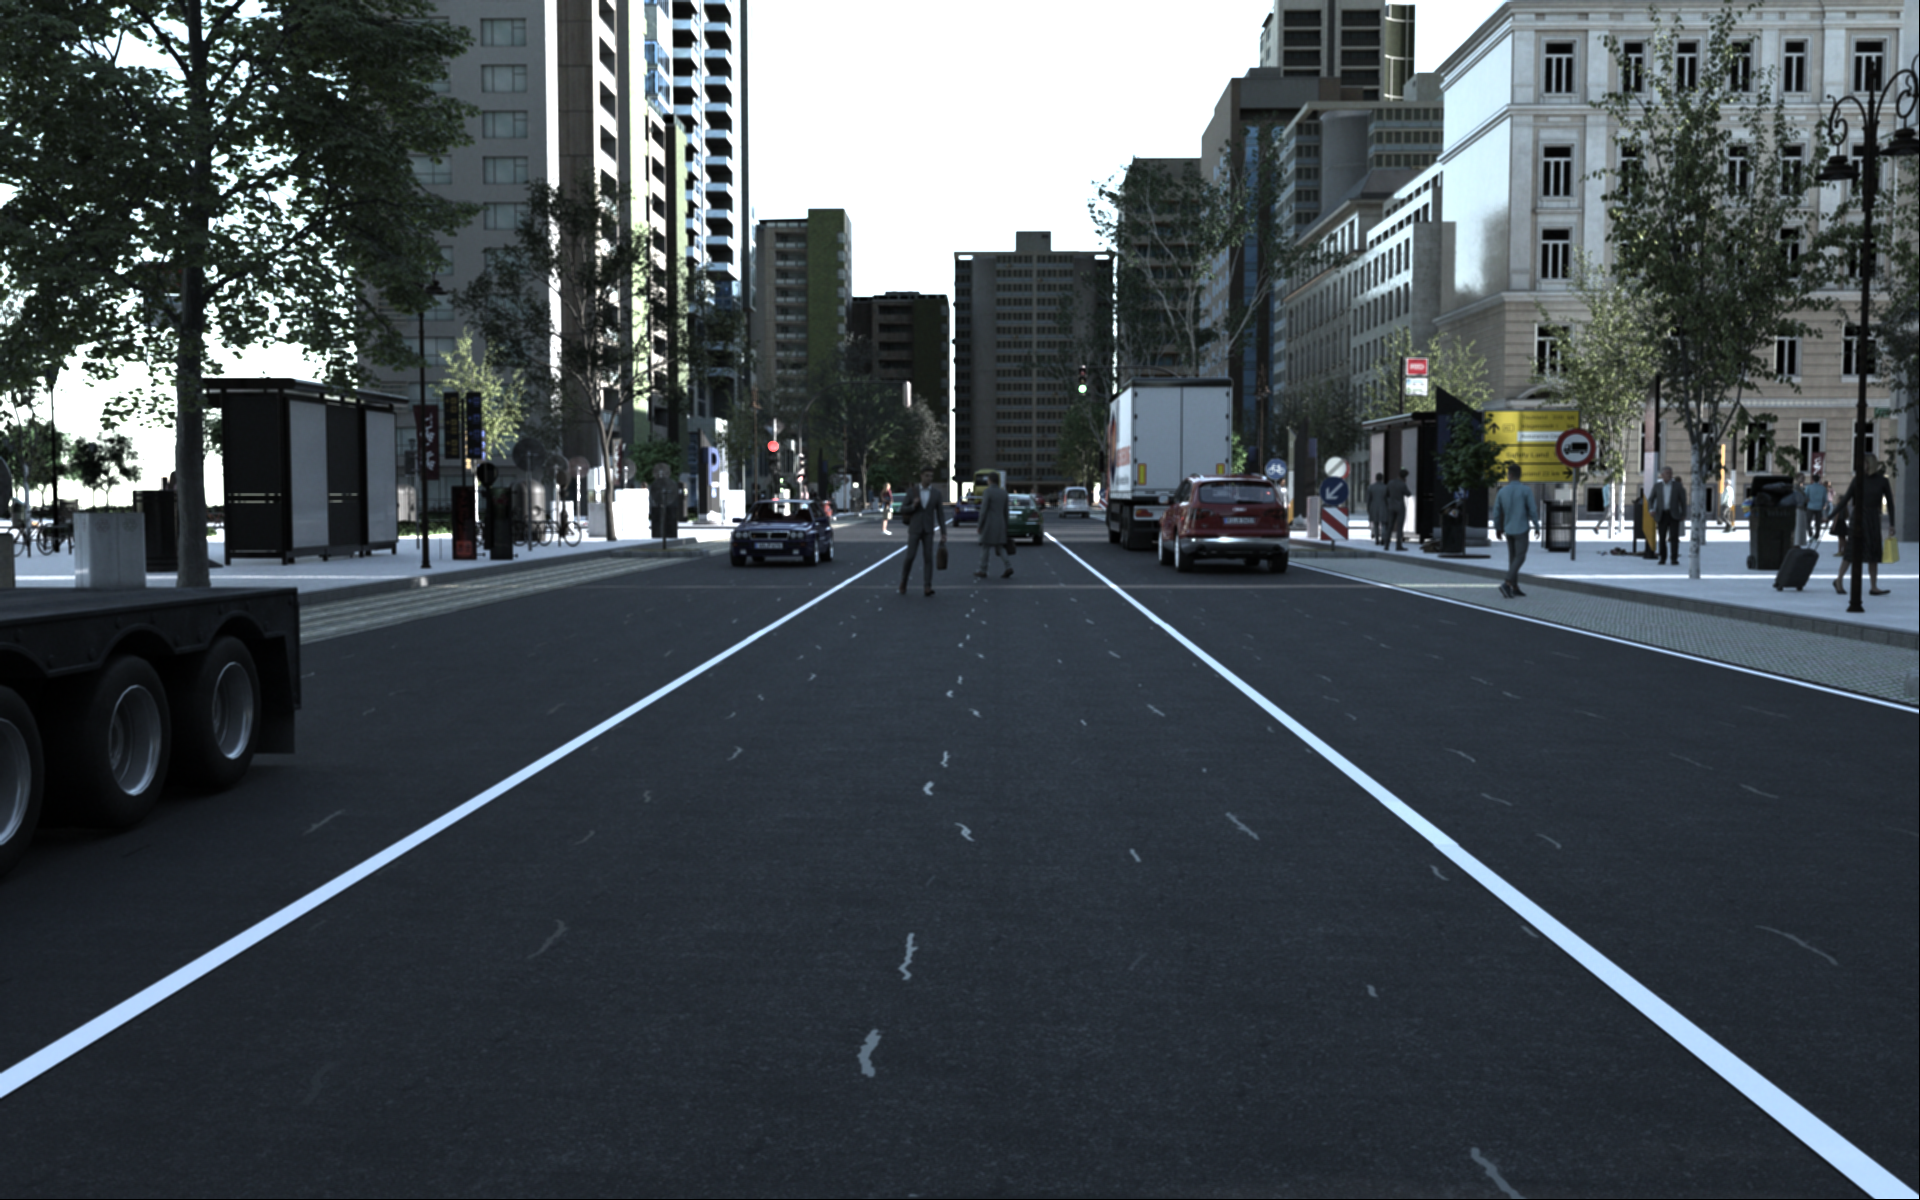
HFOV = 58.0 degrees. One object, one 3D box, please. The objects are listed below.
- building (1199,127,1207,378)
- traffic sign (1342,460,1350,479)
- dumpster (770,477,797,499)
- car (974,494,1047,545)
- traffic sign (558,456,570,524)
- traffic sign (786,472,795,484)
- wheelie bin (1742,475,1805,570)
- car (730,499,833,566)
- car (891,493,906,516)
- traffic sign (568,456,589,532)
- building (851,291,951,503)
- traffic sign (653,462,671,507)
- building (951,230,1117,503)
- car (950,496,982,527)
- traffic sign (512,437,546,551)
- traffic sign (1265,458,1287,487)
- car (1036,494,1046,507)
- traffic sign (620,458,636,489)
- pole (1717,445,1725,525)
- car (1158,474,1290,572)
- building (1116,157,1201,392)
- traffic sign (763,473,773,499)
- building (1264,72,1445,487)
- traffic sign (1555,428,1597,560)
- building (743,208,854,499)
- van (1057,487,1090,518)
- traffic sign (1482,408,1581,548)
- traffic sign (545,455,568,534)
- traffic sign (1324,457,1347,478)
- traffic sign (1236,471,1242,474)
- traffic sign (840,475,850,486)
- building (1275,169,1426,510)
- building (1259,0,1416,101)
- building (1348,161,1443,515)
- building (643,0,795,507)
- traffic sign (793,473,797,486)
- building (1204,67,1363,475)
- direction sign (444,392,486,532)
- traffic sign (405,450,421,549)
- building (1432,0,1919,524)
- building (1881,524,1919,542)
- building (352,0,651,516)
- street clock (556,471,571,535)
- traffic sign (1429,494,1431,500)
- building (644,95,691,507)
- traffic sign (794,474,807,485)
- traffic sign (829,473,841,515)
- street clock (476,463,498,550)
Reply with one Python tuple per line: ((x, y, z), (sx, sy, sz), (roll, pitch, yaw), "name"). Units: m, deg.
((35.117, -33.512, 198.037), (14.600, 45.320, 14.200), (0, 4, 1), "building")
((13.453, -3.757, 61.534), (0.768, 2.556, 0.104), (0, 4, 7), "traffic sign")
((-9.894, -5.797, 97.280), (1.502, 2.255, 1.985), (0, 4, 1), "dumpster")
((1.472, -2.344, 50.129), (2.131, 1.459, 4.920), (0, 4, 2), "car")
((-13.215, -3.479, 56.989), (0.768, 2.556, 0.104), (1, 4, 11), "traffic sign")
((-10.006, -6.210, 101.634), (0.768, 2.556, 0.104), (1, 4, 9), "traffic sign")
((13.810, -1.313, 29.368), (0.980, 1.594, 0.693), (1, 4, 9), "wheelie bin")
((-3.643, -1.414, 35.698), (1.945, 1.354, 3.894), (0, 4, 3), "car")
((-3.425, -5.662, 101.364), (1.959, 1.807, 4.718), (0, 4, -1), "car")
((-12.835, -3.554, 58.217), (0.768, 2.556, 0.104), (0, 4, 2), "traffic sign")
((-8.394, -29.220, 249.447), (14.107, 30.474, 14.160), (0, 4, 1), "building")
((-12.040, -4.266, 69.855), (0.768, 2.556, 0.104), (1, 4, 10), "traffic sign")
((10.842, -34.638, 258.213), (23.993, 40.220, 32.217), (0, 4, 1), "building")
((0.539, -3.911, 76.531), (1.945, 1.354, 3.894), (0, 4, -1), "car")
((-9.692, -2.377, 38.978), (0.768, 2.556, 0.104), (0, 4, 1), "traffic sign")
((11.305, -3.785, 61.998), (0.768, 2.556, 0.104), (1, 4, 8), "traffic sign")
((8.649, -11.422, 195.789), (2.155, 1.783, 4.494), (0, 4, -1), "car")
((-11.915, -3.766, 61.679), (0.768, 2.556, 0.104), (0, 4, 3), "traffic sign")
((31.532, -4.767, 71.784), (0.158, 3.312, 0.155), (0, 3, 0), "pole")
((5.012, -1.508, 33.321), (2.281, 1.827, 5.304), (0, 4, 1), "car")
((33.571, -38.414, 251.768), (21.600, 48.544, 21.300), (0, 4, 1), "building")
((-11.600, -6.452, 105.489), (0.884, 2.594, 0.081), (0, 4, 5), "traffic sign")
((43.004, -28.869, 163.892), (32.217, 40.220, 23.993), (0, 4, 1), "building")
((11.895, -2.044, 33.533), (0.768, 2.556, 0.104), (0, 4, 8), "traffic sign")
((-22.782, -34.603, 249.355), (14.086, 41.232, 14.154), (0, 4, 1), "building")
((6.900, -5.985, 104.872), (2.013, 2.044, 4.112), (0, 4, -1), "van")
((13.628, -2.906, 41.394), (2.265, 3.308, 0.079), (0, 4, 8), "traffic sign")
((-13.105, -3.435, 56.268), (0.768, 2.556, 0.104), (0, 4, 8), "traffic sign")
((12.774, -3.599, 58.951), (0.768, 2.556, 0.104), (1, 4, 10), "traffic sign")
((15.517, -5.925, 96.977), (0.768, 2.556, 0.104), (0, 4, 7), "traffic sign")
((-7.731, -7.078, 115.459), (0.795, 2.593, 0.064), (0, 4, 3), "traffic sign")
((33.926, -18.111, 129.392), (16.112, 22.955, 30.059), (0, 4, 1), "building")
((54.668, -49.675, 250.436), (20.611, 71.187, 20.563), (0, 4, 1), "building")
((30.633, -15.321, 105.250), (10.420, 20.320, 16.860), (0, 4, 1), "building")
((-35.603, -53.988, 195.377), (31.000, 86.520, 22.319), (0, 4, 1), "building")
((-10.066, -6.409, 104.899), (0.768, 2.556, 0.104), (1, 4, 9), "traffic sign")
((34.425, -32.595, 183.037), (14.600, 45.320, 14.200), (0, 4, 1), "building")
((-11.036, -2.846, 38.521), (0.876, 3.537, 0.379), (1, 4, 10), "direction sign")
((-12.652, -2.339, 40.379), (0.606, 2.300, 0.079), (1, 4, 8), "traffic sign")
((35.860, -18.506, 88.482), (20.117, 28.700, 13.634), (0, 4, 1), "building")
((31.219, -15.339, 36.695), (13.634, 28.700, 20.117), (0, 4, 1), "building")
((-26.985, -25.675, 103.373), (14.154, 41.232, 14.086), (0, 4, 1), "building")
((-12.314, -3.013, 53.832), (0.471, 2.002, 0.358), (2, 4, 34), "street clock")
((15.245, -3.429, 56.177), (0.768, 2.556, 0.104), (0, 4, 3), "traffic sign")
((-27.953, -21.674, 126.073), (14.160, 30.474, 14.107), (0, 4, 1), "building")
((-9.298, -6.152, 100.686), (0.768, 2.556, 0.104), (0, 4, 3), "traffic sign")
((-7.626, -6.449, 105.546), (0.768, 2.556, 0.104), (0, 4, 5), "traffic sign")
((-10.868, -2.158, 39.856), (0.471, 2.002, 0.358), (0, 4, -6), "street clock")
